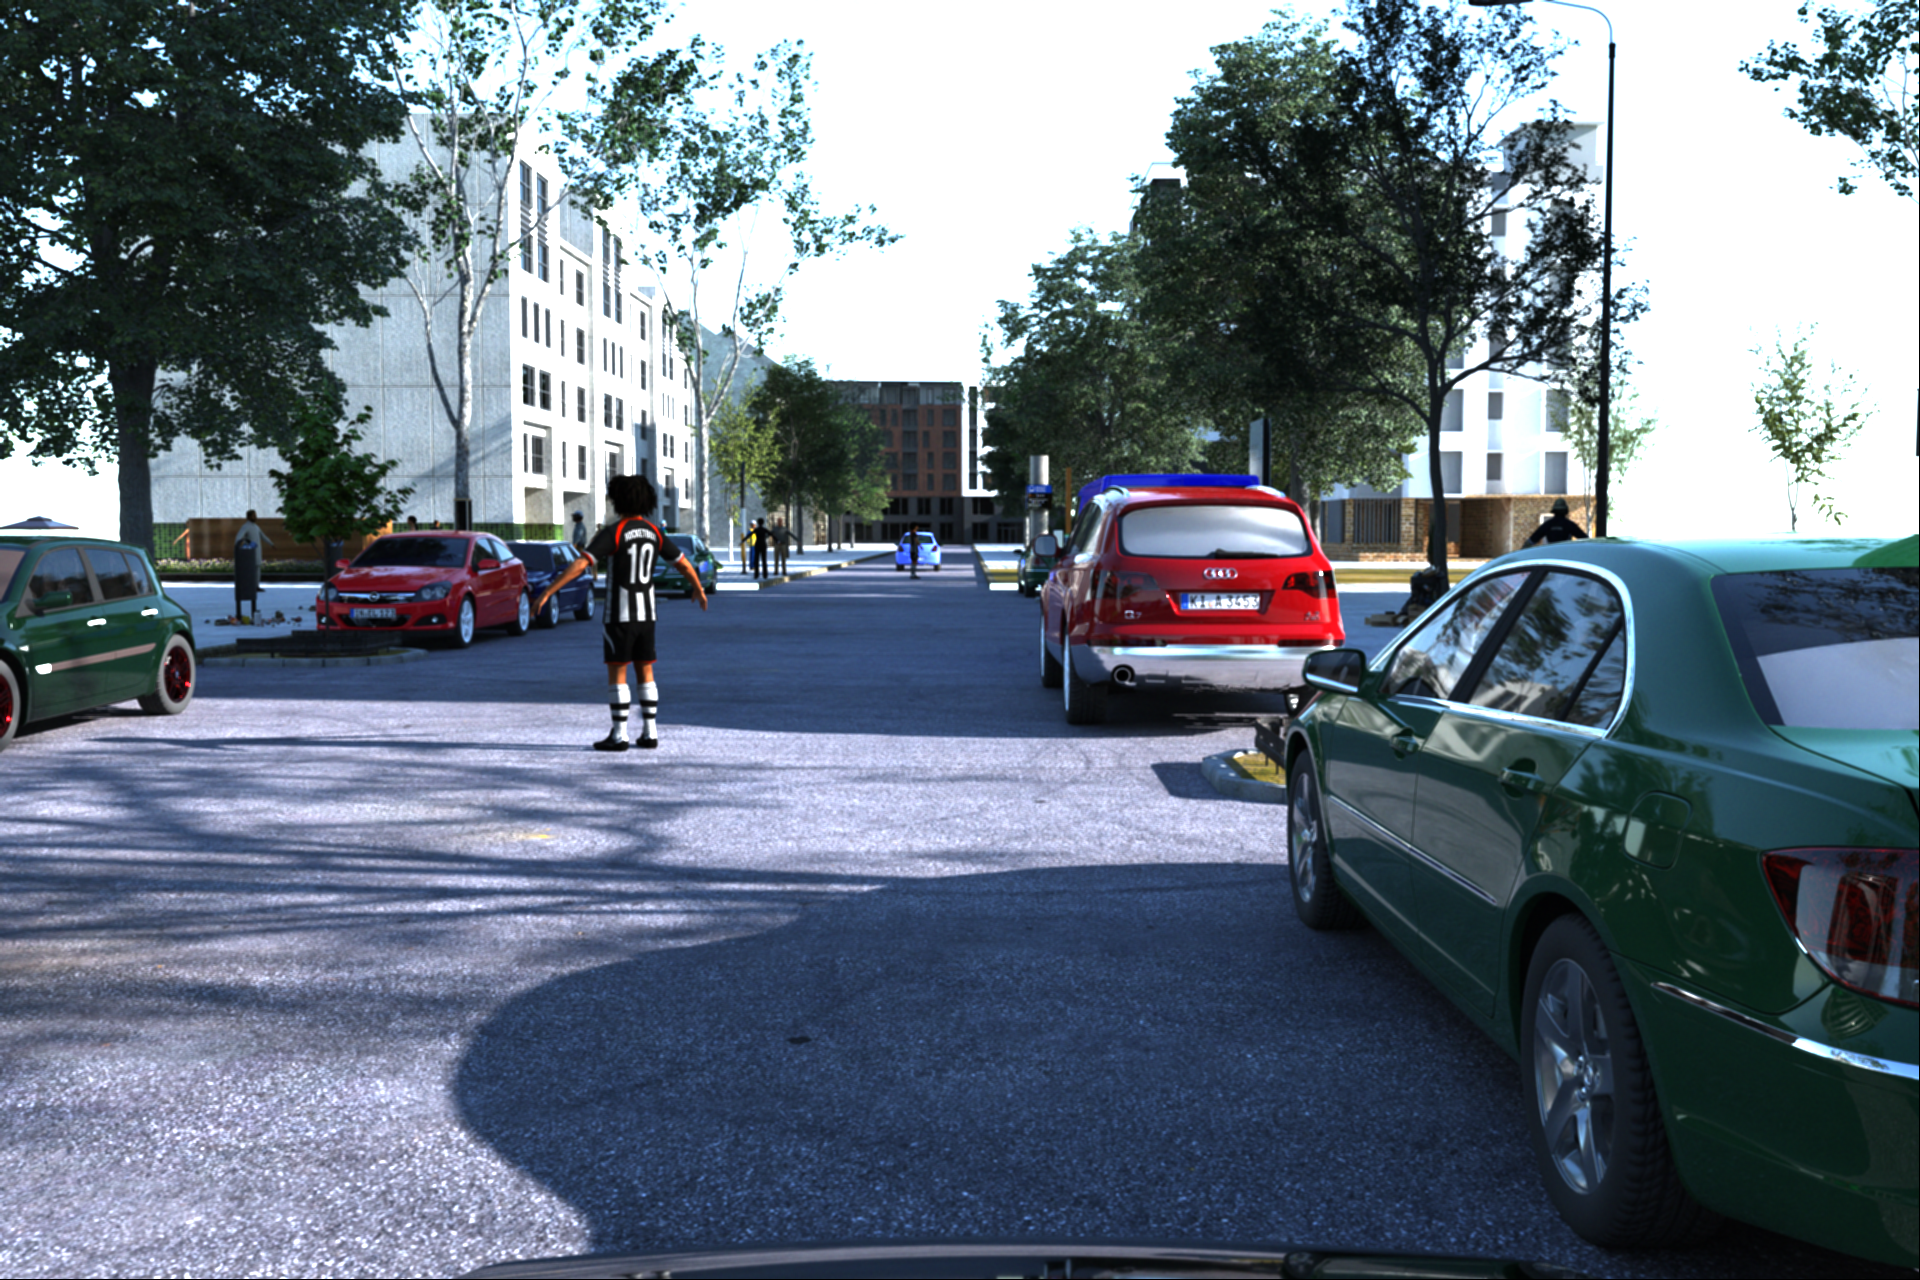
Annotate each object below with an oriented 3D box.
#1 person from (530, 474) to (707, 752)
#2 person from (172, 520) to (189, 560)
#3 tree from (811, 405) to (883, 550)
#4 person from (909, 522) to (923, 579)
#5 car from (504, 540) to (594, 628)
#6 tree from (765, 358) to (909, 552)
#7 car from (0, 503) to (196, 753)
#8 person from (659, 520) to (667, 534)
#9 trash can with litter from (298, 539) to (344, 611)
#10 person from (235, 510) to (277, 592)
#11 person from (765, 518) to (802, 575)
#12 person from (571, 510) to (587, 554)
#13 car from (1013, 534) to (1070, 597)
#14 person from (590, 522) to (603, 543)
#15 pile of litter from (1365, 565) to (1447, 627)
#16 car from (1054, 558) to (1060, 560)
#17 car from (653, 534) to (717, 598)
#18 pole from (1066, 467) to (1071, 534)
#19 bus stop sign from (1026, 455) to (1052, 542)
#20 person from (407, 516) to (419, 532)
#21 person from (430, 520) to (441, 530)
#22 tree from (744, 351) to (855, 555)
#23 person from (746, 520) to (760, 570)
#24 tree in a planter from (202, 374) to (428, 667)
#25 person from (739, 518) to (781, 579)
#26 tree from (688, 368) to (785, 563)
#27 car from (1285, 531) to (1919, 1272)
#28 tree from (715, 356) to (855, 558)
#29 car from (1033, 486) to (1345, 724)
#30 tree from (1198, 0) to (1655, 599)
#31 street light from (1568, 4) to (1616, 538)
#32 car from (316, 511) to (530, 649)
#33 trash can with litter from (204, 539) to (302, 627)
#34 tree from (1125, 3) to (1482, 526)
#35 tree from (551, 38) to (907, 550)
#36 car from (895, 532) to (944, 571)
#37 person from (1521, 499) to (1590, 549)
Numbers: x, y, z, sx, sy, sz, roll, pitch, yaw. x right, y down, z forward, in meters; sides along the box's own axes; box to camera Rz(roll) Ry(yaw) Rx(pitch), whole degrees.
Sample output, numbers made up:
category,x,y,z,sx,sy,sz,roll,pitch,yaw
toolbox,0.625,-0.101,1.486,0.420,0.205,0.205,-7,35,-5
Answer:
category,x,y,z,sx,sy,sz,roll,pitch,yaw
person,-2.209,-0.179,11.523,1.345,1.843,0.704,-3,5,-43
person,-24.952,-3.006,55.958,0.721,1.733,1.217,1,4,19
tree,-9.836,-13.141,140.604,9.928,11.665,9.643,0,3,0
person,-1.443,-2.869,55.511,0.704,1.843,1.345,-1,4,-16
car,-7.000,-0.913,27.515,1.945,1.354,3.894,0,4,0
tree,-9.175,-12.878,120.924,12.009,13.543,11.850,0,3,0
car,-7.060,-0.158,12.374,2.009,1.686,4.222,0,4,1
person,-11.325,-3.675,66.207,0.704,1.817,1.347,-2,4,-34
trash can with litter,-10.462,-1.137,29.646,1.678,1.210,2.233,0,4,1
person,-15.661,-1.975,38.385,0.704,1.819,1.344,1,4,16
person,-5.624,-2.927,54.123,1.348,1.796,0.705,0,4,-4
person,-9.205,-2.194,41.708,0.704,1.849,1.345,-1,4,-10
car,2.343,-1.767,40.696,2.131,1.459,4.920,0,4,-1
person,-16.362,-4.428,78.520,0.705,1.813,1.348,-3,5,-39
pile of litter,6.256,-0.614,24.001,1.176,0.858,1.719,0,3,0
car,2.638,-1.274,30.416,1.945,1.707,3.694,0,4,-1
car,-6.765,-1.729,40.062,2.131,1.459,4.920,0,4,0
pole,3.319,-3.623,53.081,0.158,3.312,0.155,0,3,0
bus stop sign,2.652,-4.233,58.227,0.837,3.901,0.837,0,4,-1
person,-13.745,-2.223,43.159,0.721,1.737,1.217,-1,4,-10
person,-19.812,-3.634,65.638,1.346,1.802,0.704,2,4,26
tree,-10.443,-11.620,108.115,7.486,12.596,7.792,0,3,0
person,-7.308,-3.385,61.803,0.721,1.772,1.216,1,4,22
tree in a planter,-7.171,-1.365,19.538,1.991,3.239,1.994,0,4,0
person,-5.704,-2.611,49.407,1.216,1.740,0.721,-1,4,-17
tree,-9.987,-7.743,76.965,4.737,8.622,4.395,0,3,0
car,2.152,0.421,4.907,2.131,1.459,4.920,0,3,0
tree,-9.366,-9.614,91.594,8.767,10.594,7.601,1,4,21
car,1.784,-0.361,14.583,2.281,1.827,5.304,0,4,-1
tree,7.711,-5.755,28.506,7.601,10.594,8.767,2,4,25
street light,6.111,-2.593,14.934,1.470,5.913,1.316,0,4,0
car,-7.038,-0.853,22.982,2.155,1.783,4.494,0,4,1
trash can with litter,-10.042,-0.853,25.009,1.678,1.210,2.233,0,4,1
tree,8.454,-8.305,42.435,9.857,13.997,8.962,0,3,0
tree,-8.484,-12.822,65.524,12.611,20.169,13.585,0,3,0
car,-1.606,-3.552,67.667,1.945,1.707,3.694,0,4,0
person,9.580,-1.333,27.664,1.351,1.845,0.704,2,4,35
